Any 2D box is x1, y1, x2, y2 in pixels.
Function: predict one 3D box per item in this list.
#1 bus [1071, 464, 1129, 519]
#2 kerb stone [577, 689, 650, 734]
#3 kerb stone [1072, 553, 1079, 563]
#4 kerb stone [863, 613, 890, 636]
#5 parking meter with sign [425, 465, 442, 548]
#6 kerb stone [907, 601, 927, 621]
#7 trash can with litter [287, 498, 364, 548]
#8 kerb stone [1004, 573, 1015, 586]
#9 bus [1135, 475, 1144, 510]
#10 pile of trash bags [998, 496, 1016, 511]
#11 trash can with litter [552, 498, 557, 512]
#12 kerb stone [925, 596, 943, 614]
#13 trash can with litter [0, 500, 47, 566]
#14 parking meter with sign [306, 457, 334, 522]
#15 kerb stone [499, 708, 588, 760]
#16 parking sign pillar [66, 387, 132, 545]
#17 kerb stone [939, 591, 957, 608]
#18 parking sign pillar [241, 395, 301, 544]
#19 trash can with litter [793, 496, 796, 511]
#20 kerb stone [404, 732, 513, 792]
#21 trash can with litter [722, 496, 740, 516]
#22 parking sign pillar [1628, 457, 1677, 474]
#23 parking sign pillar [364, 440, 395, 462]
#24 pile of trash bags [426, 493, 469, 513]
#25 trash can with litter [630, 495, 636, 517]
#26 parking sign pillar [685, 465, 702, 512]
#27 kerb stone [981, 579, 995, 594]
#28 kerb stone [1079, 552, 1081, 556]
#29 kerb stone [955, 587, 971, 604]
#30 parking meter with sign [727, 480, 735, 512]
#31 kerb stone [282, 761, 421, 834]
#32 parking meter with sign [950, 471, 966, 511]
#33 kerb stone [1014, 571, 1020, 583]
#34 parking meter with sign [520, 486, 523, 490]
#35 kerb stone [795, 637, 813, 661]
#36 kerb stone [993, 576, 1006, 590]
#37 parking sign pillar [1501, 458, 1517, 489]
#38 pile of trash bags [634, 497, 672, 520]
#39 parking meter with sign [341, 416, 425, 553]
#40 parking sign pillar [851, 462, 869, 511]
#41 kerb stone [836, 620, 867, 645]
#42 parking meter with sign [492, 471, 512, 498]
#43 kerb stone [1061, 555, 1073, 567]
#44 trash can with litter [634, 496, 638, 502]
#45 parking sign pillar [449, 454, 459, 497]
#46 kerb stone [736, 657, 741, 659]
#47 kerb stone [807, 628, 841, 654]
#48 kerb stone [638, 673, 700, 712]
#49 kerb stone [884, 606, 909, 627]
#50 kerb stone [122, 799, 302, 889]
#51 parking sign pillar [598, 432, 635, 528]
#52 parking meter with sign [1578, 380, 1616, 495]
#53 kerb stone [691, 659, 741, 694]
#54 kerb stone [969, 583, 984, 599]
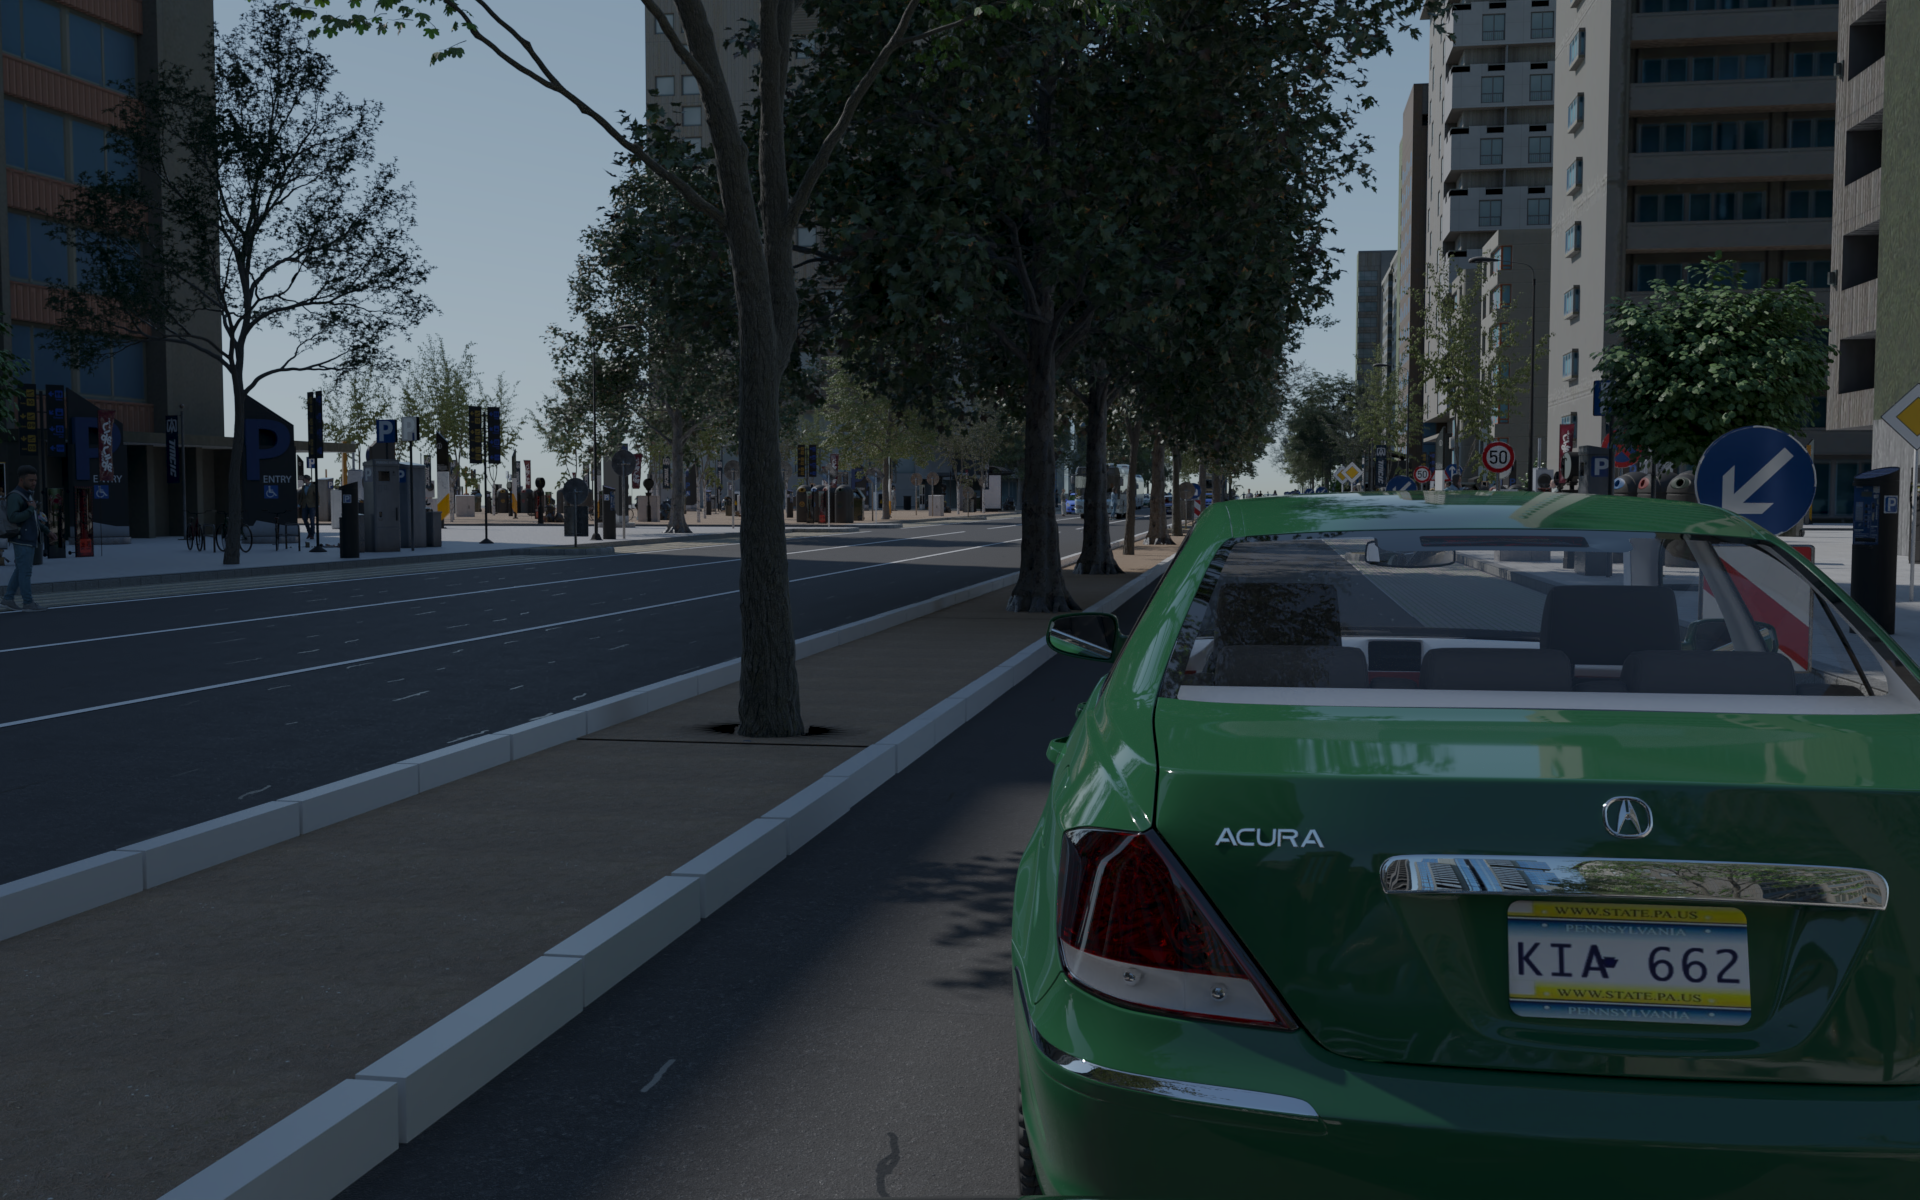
[{"bbox_3d":[8.690,-6.641,103.432,2.948,3.499,13.247,1,4,9],"label":"bus"},{"bbox_3d":[-2.176,0.699,10.759,0.120,0.150,1.000,1,4,10],"label":"kerb stone"},{"bbox_3d":[2.305,-0.844,35.991,0.120,0.150,1.000,1,4,10],"label":"kerb stone"},{"bbox_3d":[-0.917,0.269,17.818,0.120,0.150,1.000,1,4,10],"label":"kerb stone"},{"bbox_3d":[-13.068,-2.751,41.233,0.543,3.016,1.738,1,4,21],"label":"parking meter with sign"},{"bbox_3d":[-0.565,0.145,19.836,0.120,0.150,1.000,1,4,10],"label":"kerb stone"},{"bbox_3d":[-15.063,-1.880,41.803,2.233,1.210,1.678,-1,4,-22],"label":"trash can with litter"},{"bbox_3d":[0.690,-0.287,26.905,0.120,0.150,1.000,1,4,10],"label":"kerb stone"},{"bbox_3d":[15.579,-10.235,162.203,2.948,3.499,13.247,1,4,9],"label":"bus"},{"bbox_3d":[3.172,-7.506,132.469,1.912,1.369,3.447,1,4,13],"label":"pile of trash bags"},{"bbox_3d":[-27.515,-6.499,117.638,1.055,1.170,0.624,0,4,1],"label":"trash can with litter"},{"bbox_3d":[-0.384,0.088,20.850,0.120,0.150,1.000,1,4,10],"label":"kerb stone"},{"bbox_3d":[-16.978,-1.203,31.056,1.055,1.170,0.624,-2,4,-35],"label":"trash can with litter"},{"bbox_3d":[-29.500,-5.151,80.482,1.738,3.016,0.543,2,4,25],"label":"parking meter with sign"},{"bbox_3d":[-2.358,0.761,9.753,0.120,0.150,1.000,1,4,10],"label":"kerb stone"},{"bbox_3d":[-21.980,-3.406,44.160,1.447,3.967,1.447,-3,5,-42],"label":"parking sign pillar"},{"bbox_3d":[-0.211,0.020,21.863,0.120,0.150,1.000,1,4,10],"label":"kerb stone"},{"bbox_3d":[-18.012,-3.467,45.156,1.447,3.967,1.447,-2,4,-29],"label":"parking sign pillar"},{"bbox_3d":[-12.363,-7.433,132.582,2.233,1.210,1.678,-3,5,-39],"label":"trash can with litter"},{"bbox_3d":[-2.545,0.822,8.748,0.120,0.150,1.000,1,4,10],"label":"kerb stone"},{"bbox_3d":[-13.238,-5.453,100.539,0.624,1.170,1.055,3,5,43],"label":"trash can with litter"},{"bbox_3d":[19.530,-3.691,48.823,1.447,3.967,1.447,-1,4,-14],"label":"parking sign pillar"},{"bbox_3d":[-22.366,-4.790,66.784,1.447,3.967,1.447,1,4,22],"label":"parking sign pillar"},{"bbox_3d":[-34.002,-6.375,113.987,1.912,1.369,3.447,2,4,24],"label":"pile of trash bags"},{"bbox_3d":[-17.485,-5.282,97.422,1.678,1.210,2.233,0,4,-6],"label":"trash can with litter"},{"bbox_3d":[-19.670,-8.482,127.159,1.447,3.967,1.447,1,4,19],"label":"parking sign pillar"},{"bbox_3d":[0.327,-0.165,24.893,0.120,0.150,1.000,1,4,10],"label":"kerb stone"},{"bbox_3d":[2.483,-0.906,37.005,0.120,0.150,1.000,1,4,10],"label":"kerb stone"},{"bbox_3d":[-0.029,-0.041,22.869,0.120,0.150,1.000,1,4,10],"label":"kerb stone"},{"bbox_3d":[-14.401,-6.903,109.126,0.543,3.016,1.738,-1,4,-10],"label":"parking meter with sign"},{"bbox_3d":[-2.719,0.884,7.741,0.120,0.150,1.000,1,4,10],"label":"kerb stone"},{"bbox_3d":[0.103,-8.294,131.873,1.738,3.016,0.543,0,4,-1],"label":"parking meter with sign"},{"bbox_3d":[0.872,-0.350,27.912,0.120,0.150,1.000,1,4,10],"label":"kerb stone"},{"bbox_3d":[-39.085,-9.614,153.454,1.738,3.016,0.543,-3,5,-40],"label":"parking meter with sign"},{"bbox_3d":[-1.463,0.453,14.786,0.120,0.150,1.000,1,4,10],"label":"kerb stone"},{"bbox_3d":[0.508,-0.226,25.899,0.120,0.150,1.000,1,4,10],"label":"kerb stone"},{"bbox_3d":[29.721,-6.450,93.923,1.447,3.967,1.447,0,4,-3],"label":"parking sign pillar"},{"bbox_3d":[-15.585,-4.647,85.734,3.447,1.369,1.912,1,4,20],"label":"pile of trash bags"},{"bbox_3d":[-12.835,-2.574,38.340,0.543,3.016,1.738,3,4,36],"label":"parking meter with sign"},{"bbox_3d":[-7.652,-8.783,132.079,1.447,3.967,1.447,1,4,21],"label":"parking sign pillar"},{"bbox_3d":[-1.101,0.330,16.812,0.120,0.150,1.000,1,4,10],"label":"kerb stone"},{"bbox_3d":[-35.216,-8.281,131.662,1.738,3.016,0.543,-2,4,-30],"label":"parking meter with sign"},{"bbox_3d":[2.126,-0.782,34.985,0.120,0.150,1.000,1,4,10],"label":"kerb stone"},{"bbox_3d":[-25.764,-7.841,139.591,0.624,1.170,1.055,1,4,14],"label":"trash can with litter"},{"bbox_3d":[-34.261,-7.879,117.286,1.447,3.967,1.447,0,4,-4],"label":"parking sign pillar"},{"bbox_3d":[-1.644,0.517,13.780,0.120,0.150,1.000,1,4,10],"label":"kerb stone"},{"bbox_3d":[-1.289,0.395,15.798,0.120,0.150,1.000,1,4,10],"label":"kerb stone"},{"bbox_3d":[-2.004,0.638,11.767,0.120,0.150,1.000,1,4,10],"label":"kerb stone"},{"bbox_3d":[-0.745,0.206,18.829,0.120,0.150,1.000,1,4,10],"label":"kerb stone"},{"bbox_3d":[-2.899,0.946,6.734,0.120,0.150,1.000,1,4,10],"label":"kerb stone"},{"bbox_3d":[-13.189,-4.763,66.341,1.447,3.967,1.447,-3,4,-38],"label":"parking sign pillar"},{"bbox_3d":[10.082,-1.903,27.376,0.543,3.016,1.738,0,4,8],"label":"parking meter with sign"},{"bbox_3d":[-1.825,0.578,12.774,0.120,0.150,1.000,1,4,10],"label":"kerb stone"},{"bbox_3d":[0.153,-0.103,23.874,0.120,0.150,1.000,1,4,10],"label":"kerb stone"}]
